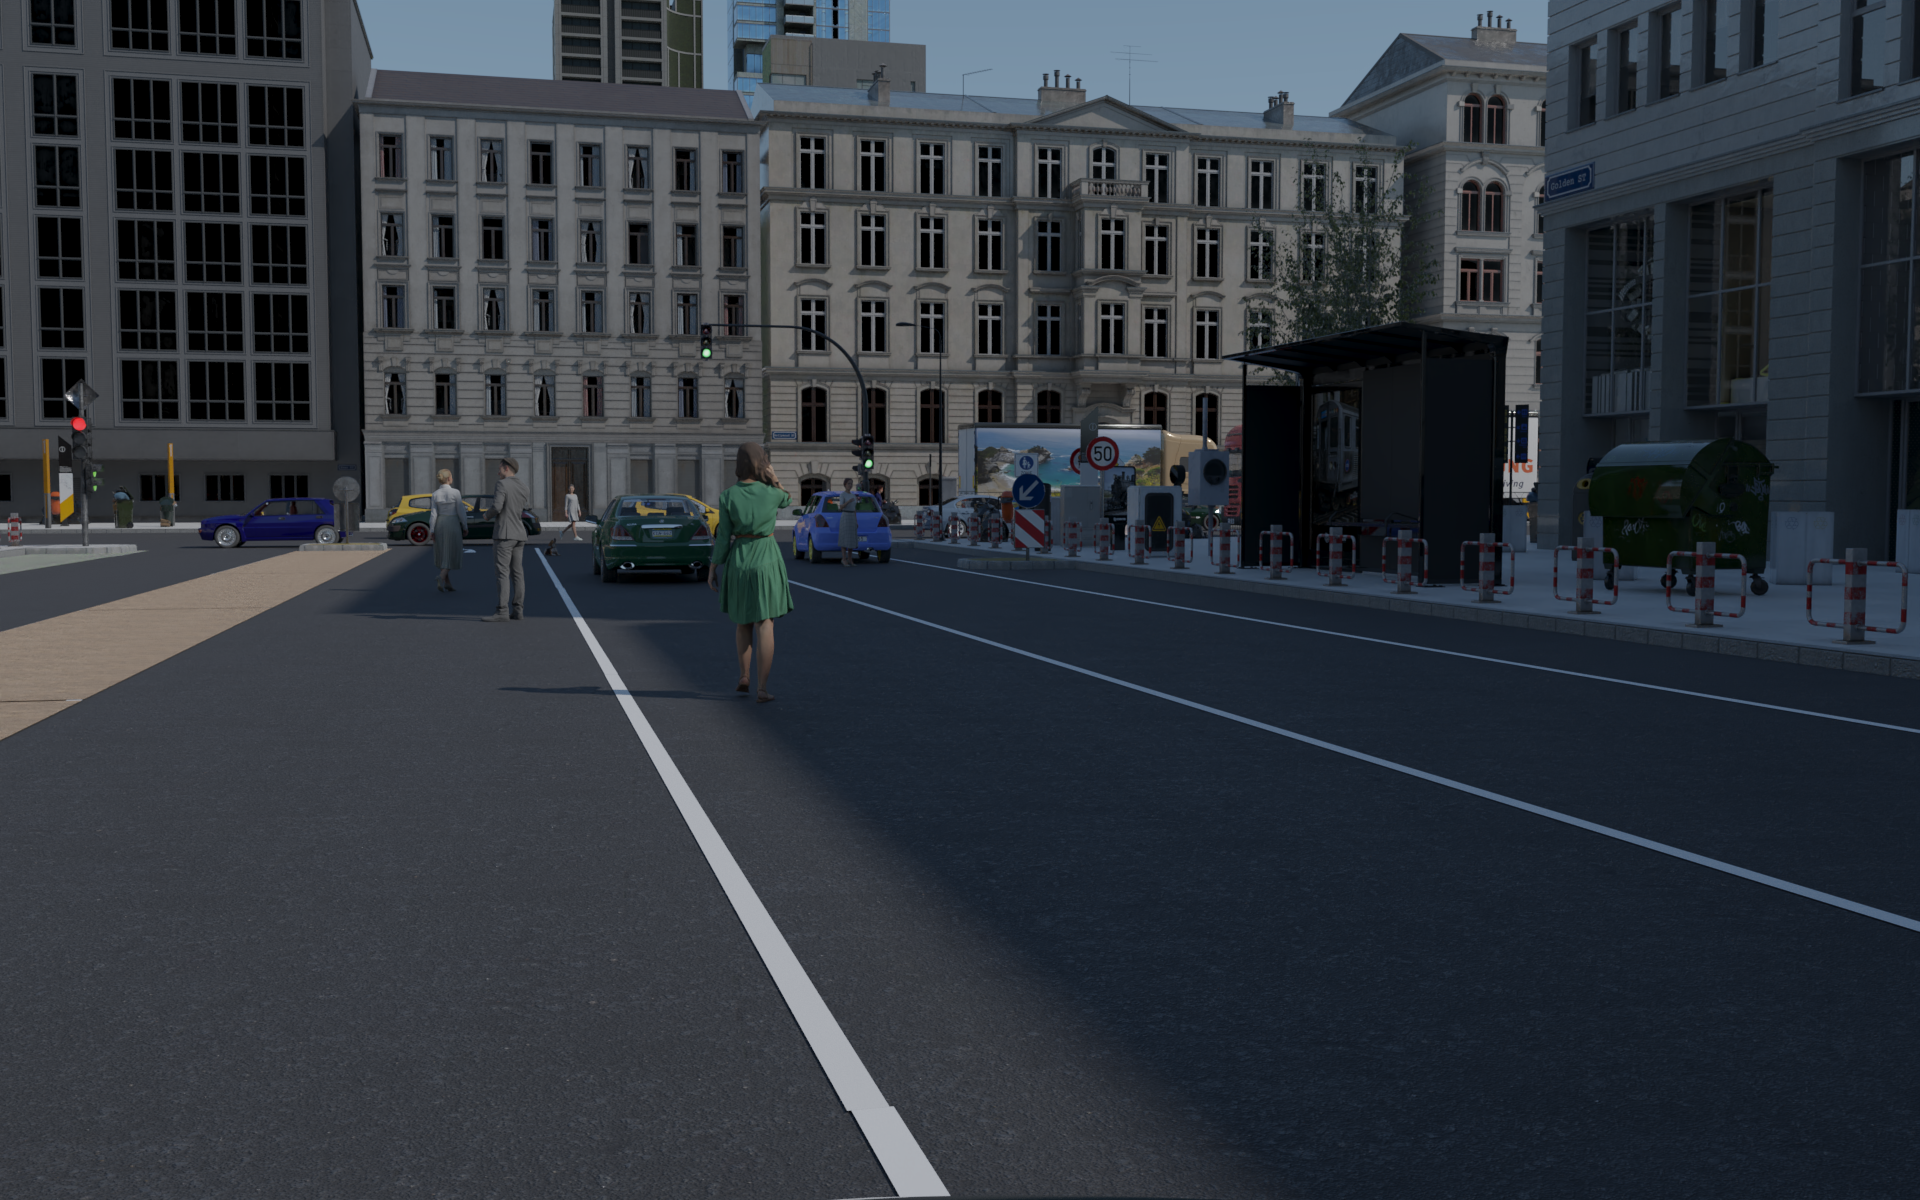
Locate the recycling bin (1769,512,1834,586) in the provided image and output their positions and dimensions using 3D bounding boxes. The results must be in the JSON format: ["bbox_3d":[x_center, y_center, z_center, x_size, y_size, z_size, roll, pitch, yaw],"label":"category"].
[{"bbox_3d":[11.989,-0.742,24.682,0.722,1.027,0.722,1,4,17],"label":"recycling bin"}]

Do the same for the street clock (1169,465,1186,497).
[{"bbox_3d":[5.396,-2.350,42.985,0.358,2.002,0.471,-1,4,-19],"label":"street clock"}]

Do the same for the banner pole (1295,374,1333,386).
[{"bbox_3d":[6.433,-2.521,31.243,0.863,3.779,0.401,0,4,4],"label":"banner pole"}]

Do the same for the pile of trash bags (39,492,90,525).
[{"bbox_3d":[-37.704,-3.853,72.744,1.912,1.369,3.447,-1,4,-19],"label":"pile of trash bags"}]

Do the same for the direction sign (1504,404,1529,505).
[{"bbox_3d":[14.006,-3.182,44.027,0.876,3.537,0.379,3,5,43],"label":"direction sign"}]

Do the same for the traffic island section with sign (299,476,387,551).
[{"bbox_3d":[-15.723,-2.208,44.238,2.006,1.907,1.989,-1,4,-15],"label":"traffic island section with sign"}]

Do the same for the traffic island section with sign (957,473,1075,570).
[{"bbox_3d":[1.016,-1.540,33.802,1.989,1.847,2.006,-1,4,-15],"label":"traffic island section with sign"}]

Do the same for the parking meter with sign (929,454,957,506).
[{"bbox_3d":[-0.461,-4.819,75.054,1.738,3.016,0.543,0,4,-2],"label":"parking meter with sign"}]

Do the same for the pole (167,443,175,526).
[{"bbox_3d":[-31.772,-4.642,69.746,0.158,3.312,0.155,0,3,0],"label":"pole"}]

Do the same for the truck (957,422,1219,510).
[{"bbox_3d":[5.626,-4.986,70.433,11.283,4.237,2.839,-1,4,-16],"label":"truck"}]

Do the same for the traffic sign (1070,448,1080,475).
[{"bbox_3d":[3.333,-2.866,46.966,0.768,2.556,0.104,-1,4,-9],"label":"traffic sign"}]

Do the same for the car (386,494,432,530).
[{"bbox_3d":[-16.610,-2.823,56.383,3.980,1.641,2.015,-1,4,-16],"label":"car"}]

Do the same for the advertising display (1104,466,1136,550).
[{"bbox_3d":[3.596,-2.094,39.451,0.974,1.923,0.123,-2,4,-35],"label":"advertising display"}]

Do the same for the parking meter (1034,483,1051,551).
[{"bbox_3d":[1.857,-1.861,38.837,0.372,1.533,0.369,0,3,0],"label":"parking meter"}]

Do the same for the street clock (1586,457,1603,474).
[{"bbox_3d":[12.560,-1.814,34.225,0.358,2.002,0.471,0,4,-1],"label":"street clock"}]

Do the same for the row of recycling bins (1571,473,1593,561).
[{"bbox_3d":[12.460,-1.519,31.941,1.069,1.692,3.534,-1,4,-9],"label":"row of recycling bins"}]

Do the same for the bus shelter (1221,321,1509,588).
[{"bbox_3d":[6.053,-2.173,26.811,1.731,3.624,6.357,-1,4,-15],"label":"bus shelter"}]

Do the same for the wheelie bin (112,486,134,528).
[{"bbox_3d":[-31.274,-3.474,64.702,0.693,1.594,0.980,-3,4,-38],"label":"wheelie bin"}]

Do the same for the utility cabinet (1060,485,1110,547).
[{"bbox_3d":[3.023,-2.024,41.779,1.173,1.500,0.318,-1,4,-18],"label":"utility cabinet"}]

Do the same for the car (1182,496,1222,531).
[{"bbox_3d":[8.412,-3.566,68.095,4.222,1.686,2.009,-1,4,-15],"label":"car"}]

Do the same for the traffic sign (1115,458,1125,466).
[{"bbox_3d":[3.825,-2.635,44.266,0.795,2.450,0.064,-1,4,-11],"label":"traffic sign"}]

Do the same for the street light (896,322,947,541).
[{"bbox_3d":[-1.056,-4.556,47.036,1.470,5.913,1.316,-1,4,-15],"label":"street light"}]

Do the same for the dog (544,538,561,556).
[{"bbox_3d":[-9.470,-1.239,40.444,0.550,0.427,0.748,1,4,9],"label":"dog"}]

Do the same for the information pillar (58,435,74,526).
[{"bbox_3d":[-35.609,-4.746,68.951,0.504,3.616,0.183,-2,4,-29],"label":"information pillar"}]

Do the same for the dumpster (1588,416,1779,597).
[{"bbox_3d":[9.376,-1.222,22.478,1.502,2.255,1.985,-1,4,-15],"label":"dumpster"}]

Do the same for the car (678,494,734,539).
[{"bbox_3d":[-8.551,-2.658,53.676,3.980,1.641,2.015,-1,4,-15],"label":"car"}]

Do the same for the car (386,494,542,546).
[{"bbox_3d":[-13.955,-2.385,48.785,4.222,1.686,2.009,-1,4,-16],"label":"car"}]

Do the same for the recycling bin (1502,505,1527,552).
[{"bbox_3d":[12.119,-1.581,38.400,0.722,1.027,0.722,0,4,4],"label":"recycling bin"}]

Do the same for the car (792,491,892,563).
[{"bbox_3d":[-2.587,-1.688,37.189,1.945,1.707,3.694,-1,4,-13],"label":"car"}]

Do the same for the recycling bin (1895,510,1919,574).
[{"bbox_3d":[15.668,-0.943,27.976,0.722,1.027,0.722,0,4,-6],"label":"recycling bin"}]

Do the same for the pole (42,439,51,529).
[{"bbox_3d":[-34.000,-4.320,64.482,0.158,3.312,0.155,0,3,0],"label":"pole"}]

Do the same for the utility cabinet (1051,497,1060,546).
[{"bbox_3d":[2.733,-1.957,43.157,1.020,1.237,0.306,1,4,11],"label":"utility cabinet"}]

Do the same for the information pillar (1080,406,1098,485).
[{"bbox_3d":[3.449,-3.347,46.072,0.504,3.616,0.183,0,4,-3],"label":"information pillar"}]

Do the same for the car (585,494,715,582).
[{"bbox_3d":[-5.303,-1.093,29.663,2.131,1.459,4.920,-1,4,-15],"label":"car"}]

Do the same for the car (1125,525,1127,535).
[{"bbox_3d":[4.472,-2.570,54.384,4.827,1.381,2.083,-1,4,-13],"label":"car"}]

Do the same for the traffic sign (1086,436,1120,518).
[{"bbox_3d":[3.131,-2.329,38.185,0.768,2.556,0.104,-1,4,-12],"label":"traffic sign"}]

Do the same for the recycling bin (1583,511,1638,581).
[{"bbox_3d":[9.784,-0.824,26.028,0.722,1.027,0.722,2,4,26],"label":"recycling bin"}]

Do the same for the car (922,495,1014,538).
[{"bbox_3d":[0.927,-2.755,57.048,4.499,1.417,2.014,-1,4,-13],"label":"car"}]

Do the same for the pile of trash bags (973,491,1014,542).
[{"bbox_3d":[1.303,-2.323,47.732,1.912,1.369,3.447,0,4,1],"label":"pile of trash bags"}]

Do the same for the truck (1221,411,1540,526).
[{"bbox_3d":[13.811,-4.253,58.451,11.283,4.237,2.839,-1,4,-13],"label":"truck"}]

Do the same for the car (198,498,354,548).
[{"bbox_3d":[-18.413,-2.092,46.782,3.894,1.354,1.945,-1,4,-15],"label":"car"}]

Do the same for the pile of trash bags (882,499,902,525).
[{"bbox_3d":[-4.205,-3.868,72.999,3.447,1.369,1.912,-1,4,-8],"label":"pile of trash bags"}]

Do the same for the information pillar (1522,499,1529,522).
[{"bbox_3d":[26.235,-5.436,80.238,0.504,3.616,0.183,-3,4,-38],"label":"information pillar"}]

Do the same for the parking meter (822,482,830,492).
[{"bbox_3d":[-6.342,-4.672,82.105,0.255,1.863,0.399,1,4,20],"label":"parking meter"}]

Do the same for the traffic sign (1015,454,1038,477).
[{"bbox_3d":[1.649,-2.513,43.210,0.606,2.300,0.079,0,4,-6],"label":"traffic sign"}]
